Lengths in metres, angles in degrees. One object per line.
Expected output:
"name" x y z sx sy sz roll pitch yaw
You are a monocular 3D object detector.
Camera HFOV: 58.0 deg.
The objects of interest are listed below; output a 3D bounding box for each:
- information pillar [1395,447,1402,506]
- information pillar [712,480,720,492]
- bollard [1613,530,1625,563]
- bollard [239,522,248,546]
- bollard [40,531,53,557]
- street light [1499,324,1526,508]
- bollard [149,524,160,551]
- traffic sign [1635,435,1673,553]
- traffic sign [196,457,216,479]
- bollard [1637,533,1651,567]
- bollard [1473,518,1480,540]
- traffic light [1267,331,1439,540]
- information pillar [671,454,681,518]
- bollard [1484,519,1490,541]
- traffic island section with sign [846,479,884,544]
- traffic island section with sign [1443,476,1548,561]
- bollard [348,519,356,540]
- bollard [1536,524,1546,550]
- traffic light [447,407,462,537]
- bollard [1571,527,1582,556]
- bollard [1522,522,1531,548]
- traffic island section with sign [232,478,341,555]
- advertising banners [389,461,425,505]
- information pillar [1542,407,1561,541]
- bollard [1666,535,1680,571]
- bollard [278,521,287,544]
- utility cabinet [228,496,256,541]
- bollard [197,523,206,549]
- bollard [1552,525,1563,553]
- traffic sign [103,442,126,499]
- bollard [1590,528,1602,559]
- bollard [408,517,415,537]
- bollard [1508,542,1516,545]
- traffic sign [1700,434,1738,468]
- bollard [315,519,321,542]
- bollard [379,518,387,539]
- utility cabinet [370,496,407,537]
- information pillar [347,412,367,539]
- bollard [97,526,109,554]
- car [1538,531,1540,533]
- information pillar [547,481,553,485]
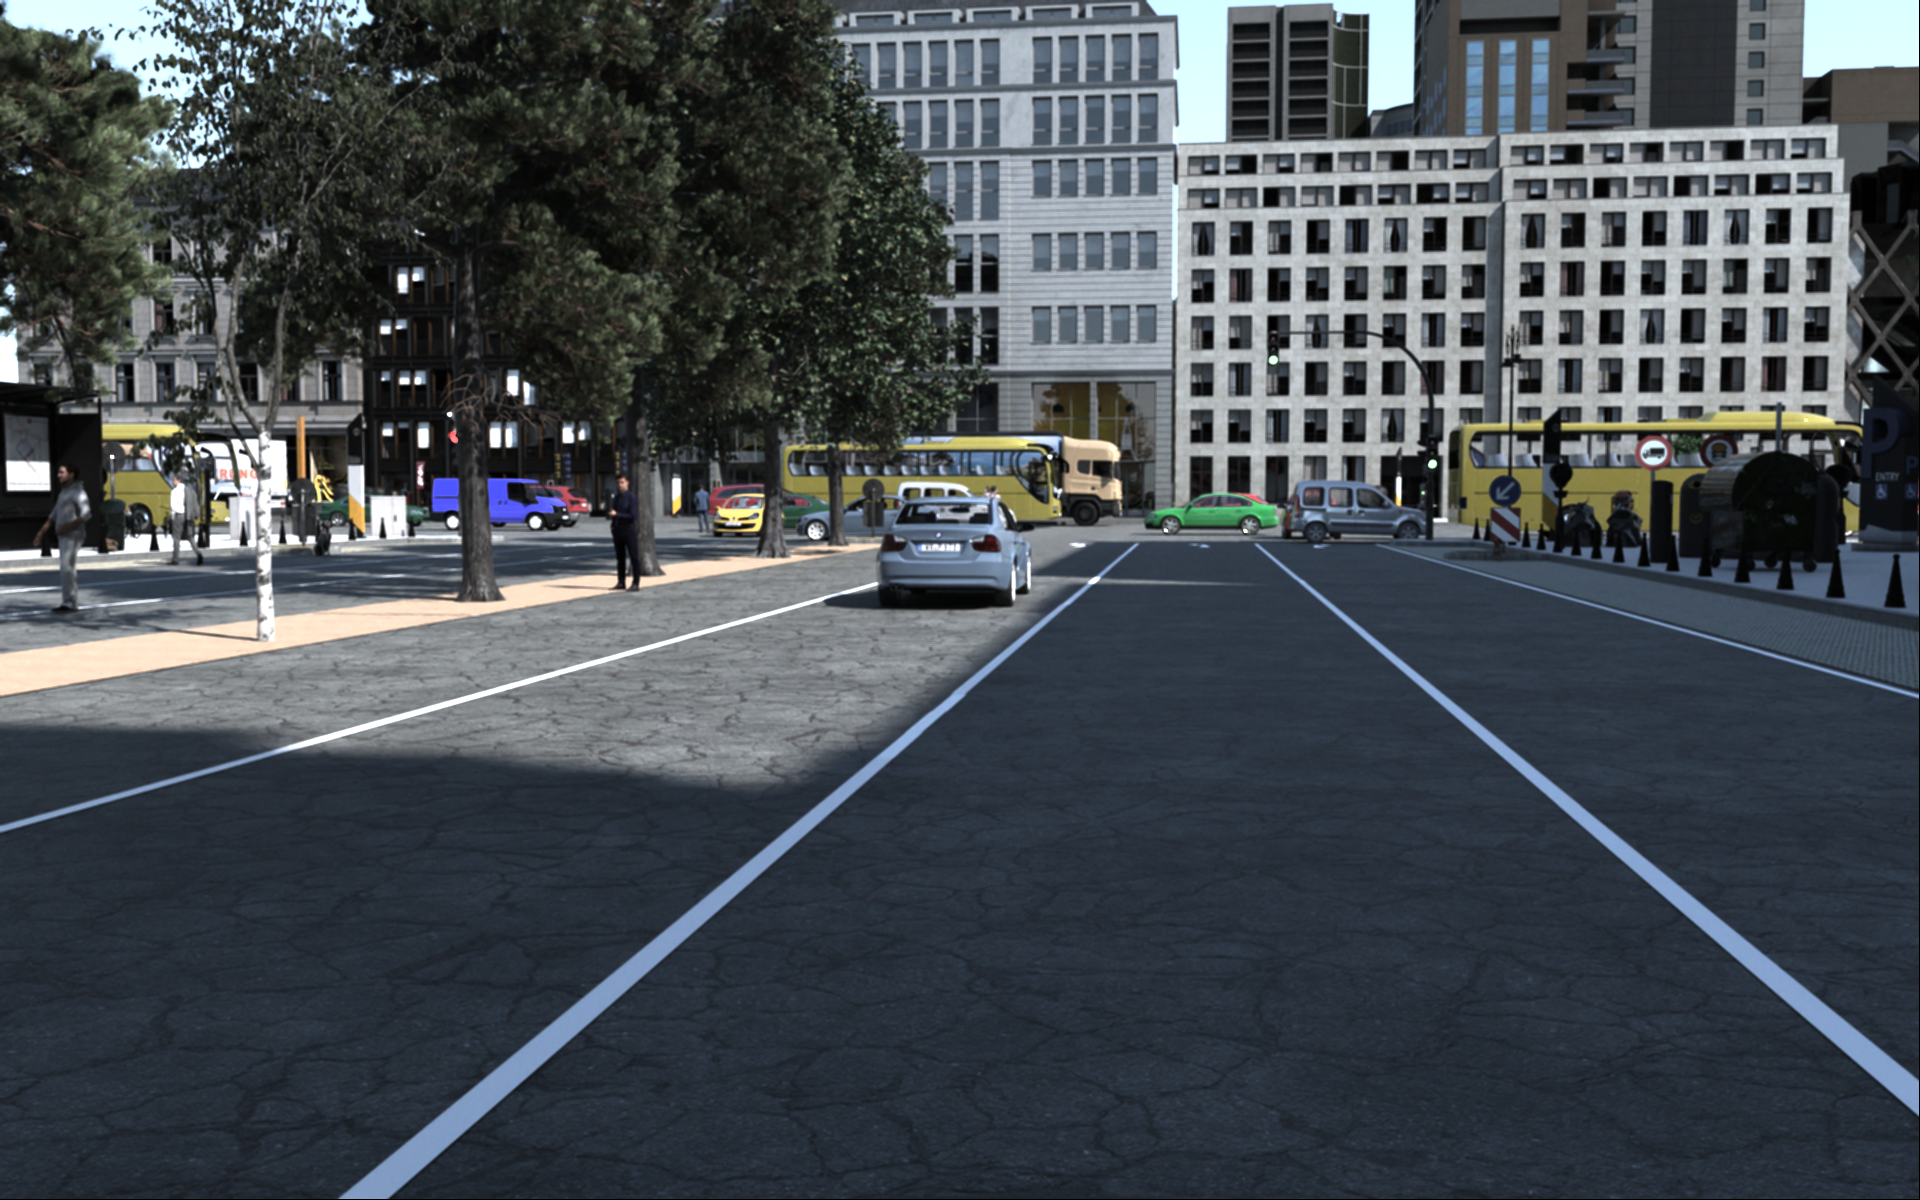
"information pillar" 21.614 -5.751 85.380 0.183 3.616 0.504 3 4 38
"information pillar" -12.700 -5.248 90.288 0.304 2.012 0.304 2 4 26
"bollard" 12.354 -1.005 32.469 0.229 0.601 0.229 0 3 0
"bollard" -17.673 -1.632 42.718 0.229 0.601 0.229 0 3 0
"bollard" -18.677 -1.183 35.387 0.229 0.601 0.229 0 3 0
"street light" 15.051 -4.559 47.325 0.468 5.910 1.993 0 4 8
"bollard" -18.174 -1.408 39.054 0.229 0.601 0.229 0 3 0
"traffic sign" 14.976 -2.284 37.455 0.768 2.556 0.104 1 4 17
"traffic sign" -21.066 -2.830 48.401 0.606 2.300 0.079 1 4 12
"bollard" 12.106 -0.893 30.639 0.229 0.601 0.229 0 3 0
"bollard" 14.607 -2.013 48.962 0.229 0.601 0.229 0 3 0
"traffic light" 10.930 -4.495 48.167 4.771 5.953 1.251 0 4 8
"information pillar" -15.321 -6.243 93.435 0.504 3.616 0.183 -3 4 -38
"bollard" 14.356 -1.900 47.114 0.229 0.601 0.229 0 3 0
"traffic island section with sign" -2.645 -2.592 50.510 2.006 1.907 1.989 0 4 8
"traffic island section with sign" 11.674 -1.790 37.887 1.989 1.847 2.006 0 4 8
"bollard" -16.927 -1.967 48.204 0.229 0.601 0.229 0 3 0
"bollard" 13.358 -1.452 39.789 0.229 0.601 0.229 0 3 0
"traffic light" -14.941 -3.846 51.810 0.839 4.253 0.868 0 4 8
"bollard" 12.861 -1.229 36.132 0.229 0.601 0.229 0 3 0
"bollard" 13.609 -1.564 41.617 0.229 0.601 0.229 0 3 0
"traffic island section with sign" -16.048 -2.017 41.599 1.989 1.847 2.006 0 4 8
"advertising banners" -29.094 -5.813 91.234 2.074 3.025 0.090 -3 5 -44
"information pillar" 16.005 -3.393 46.838 0.504 3.616 0.183 -1 4 -12
"bollard" 11.860 -0.780 28.802 0.229 0.601 0.229 0 3 0
"bollard" -17.427 -1.743 44.547 0.229 0.601 0.229 0 3 0
"utility cabinet" -19.807 -2.241 47.803 0.306 1.237 1.020 0 4 3
"bollard" -17.924 -1.520 40.886 0.229 0.601 0.229 0 3 0
"bollard" 13.107 -1.341 37.961 0.229 0.601 0.229 0 3 0
"traffic sign" -20.746 -2.587 42.411 0.768 2.556 0.104 1 4 17
"bollard" 12.609 -1.117 34.302 0.229 0.601 0.229 0 3 0
"bollard" -16.426 -2.191 51.863 0.229 0.601 0.229 0 3 0
"bollard" 13.860 -1.677 43.456 0.229 0.601 0.229 0 3 0
"traffic sign" 16.164 -2.254 36.957 0.768 2.556 0.104 1 4 12
"bollard" -17.177 -1.855 46.375 0.229 0.601 0.229 0 3 0
"bollard" -16.679 -2.079 50.035 0.229 0.601 0.229 0 3 0
"utility cabinet" -17.202 -2.506 52.128 1.020 1.237 0.306 -1 4 -21
"information pillar" -17.371 -3.577 49.837 0.504 3.616 0.183 1 4 19
"bollard" -18.422 -1.296 37.226 0.229 0.601 0.229 0 3 0
"car" 21.675 -3.065 59.705 3.694 1.707 1.945 0 4 6
"information pillar" -22.468 -5.536 95.010 0.304 2.012 0.304 -1 4 -20
